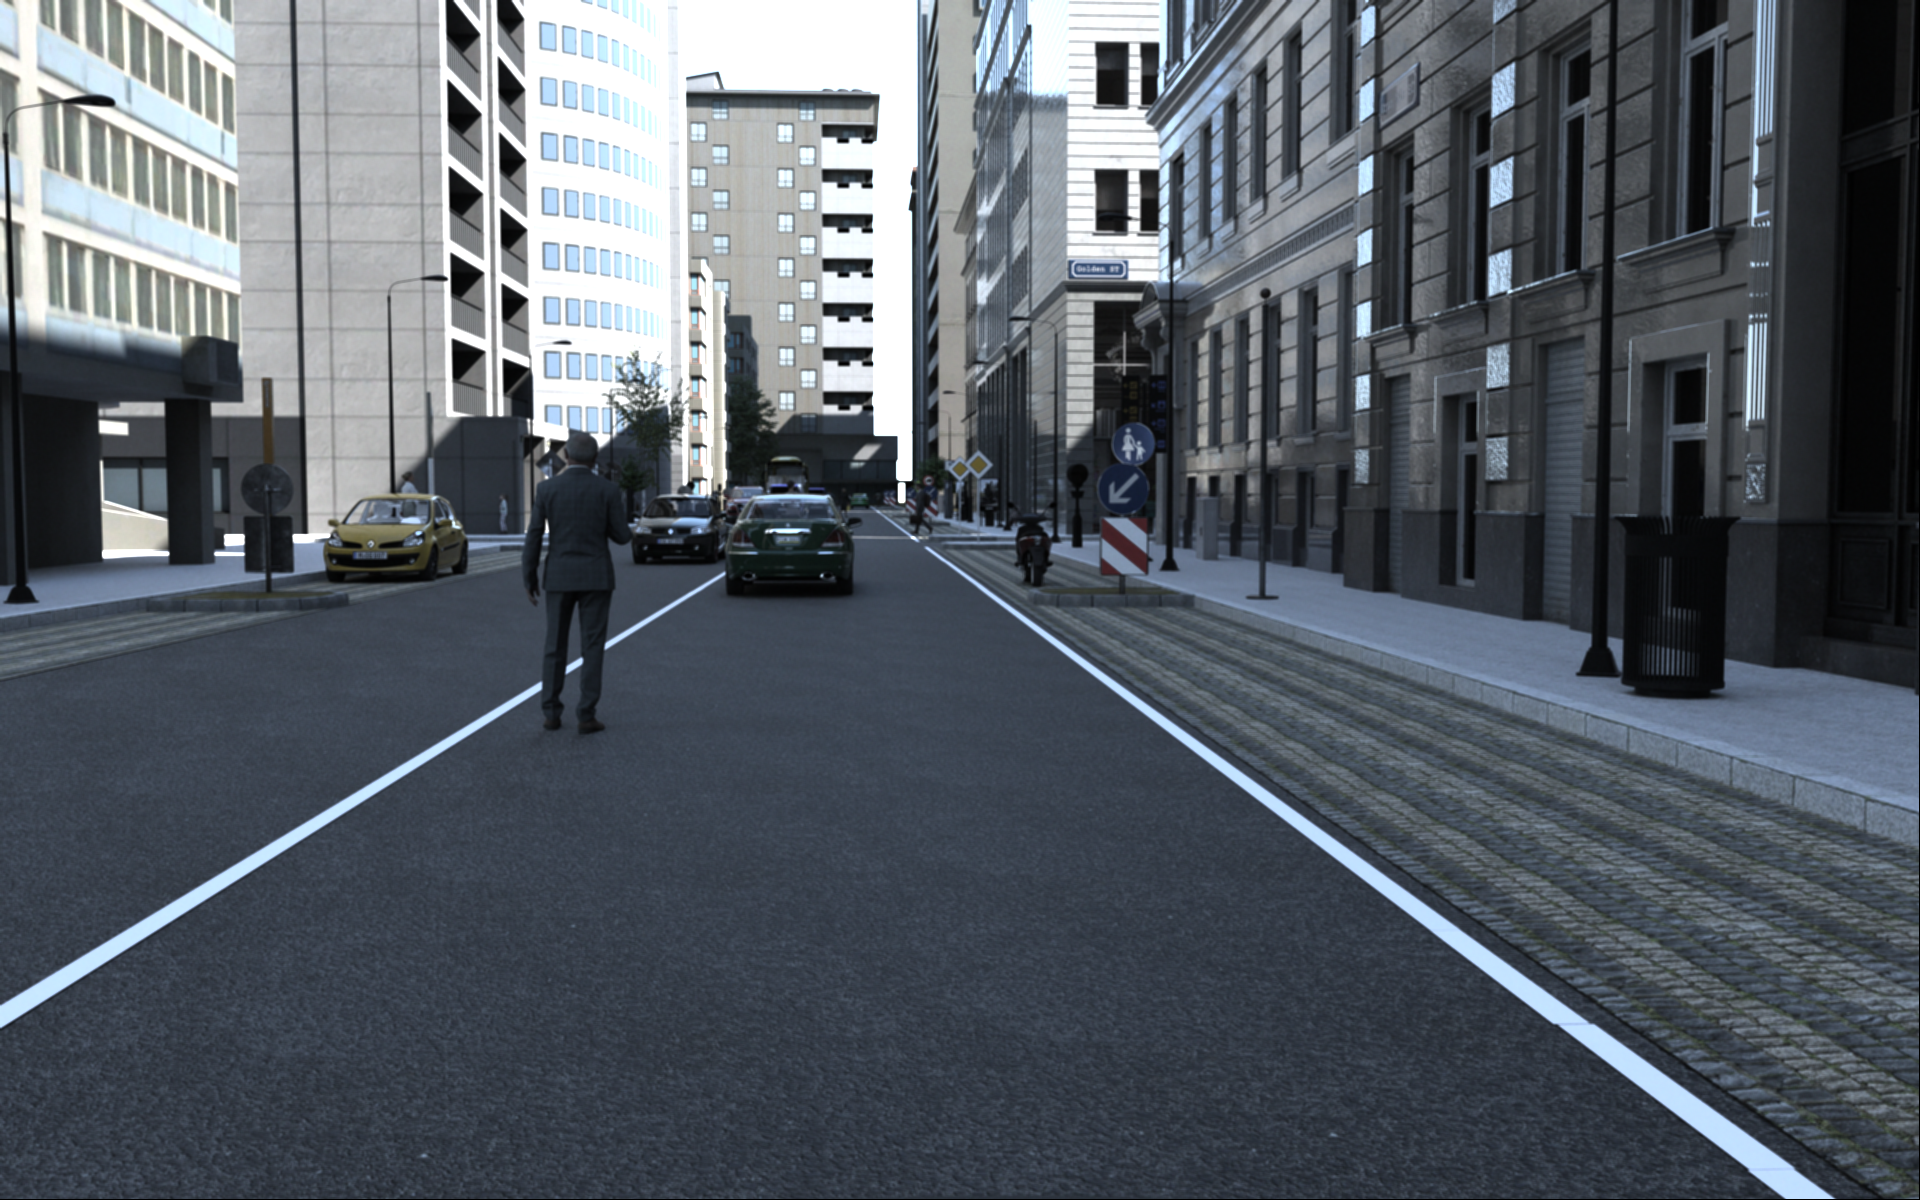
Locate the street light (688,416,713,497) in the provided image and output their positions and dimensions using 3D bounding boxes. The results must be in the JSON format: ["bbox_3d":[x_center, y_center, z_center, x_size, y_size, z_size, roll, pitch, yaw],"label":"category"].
[{"bbox_3d":[-15.662,-7.995,103.265,1.470,5.913,1.316,0,4,-3],"label":"street light"}]

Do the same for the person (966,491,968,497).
[{"bbox_3d":[0.193,-6.070,105.681,0.834,1.777,0.661,2,4,26],"label":"person"}]

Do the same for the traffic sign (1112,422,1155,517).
[{"bbox_3d":[3.092,-1.886,30.938,0.768,2.556,0.104,0,4,4],"label":"traffic sign"}]

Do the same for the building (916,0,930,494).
[{"bbox_3d":[6.130,-38.687,174.538,21.231,58.520,28.212,0,4,-3],"label":"building"}]

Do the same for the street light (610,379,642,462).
[{"bbox_3d":[-13.561,-5.967,70.095,1.470,5.913,1.316,0,4,-3],"label":"street light"}]

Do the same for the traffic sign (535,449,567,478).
[{"bbox_3d":[-10.569,-2.601,44.718,0.795,2.593,0.064,0,4,-3],"label":"traffic sign"}]

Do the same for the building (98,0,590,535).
[{"bbox_3d":[-24.703,-38.161,62.180,20.563,71.187,20.611,0,4,-3],"label":"building"}]

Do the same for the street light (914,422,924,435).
[{"bbox_3d":[-2.054,-8.519,111.818,1.470,5.913,1.316,0,4,-3],"label":"street light"}]

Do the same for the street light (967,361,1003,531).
[{"bbox_3d":[1.122,-5.380,60.502,1.470,5.913,1.316,0,4,-3],"label":"street light"}]

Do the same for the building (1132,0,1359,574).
[{"bbox_3d":[11.778,-15.205,34.505,13.634,28.700,20.117,0,4,-3],"label":"building"}]

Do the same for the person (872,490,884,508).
[{"bbox_3d":[-8.195,-10.136,174.227,1.348,1.824,0.705,-2,4,-27],"label":"person"}]

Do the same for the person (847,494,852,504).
[{"bbox_3d":[-12.861,-11.628,201.804,0.799,1.438,0.628,1,4,21],"label":"person"}]

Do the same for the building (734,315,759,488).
[{"bbox_3d":[-37.097,-20.950,187.578,28.899,21.520,27.650,0,4,-3],"label":"building"}]

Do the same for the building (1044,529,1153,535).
[{"bbox_3d":[17.708,-17.269,59.846,29.804,29.767,11.434,0,4,-3],"label":"building"}]

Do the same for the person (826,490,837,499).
[{"bbox_3d":[-11.984,-9.224,159.296,1.348,1.826,0.705,0,4,-6],"label":"person"}]

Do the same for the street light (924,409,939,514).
[{"bbox_3d":[-1.096,-7.481,94.851,1.470,5.913,1.316,0,4,-3],"label":"street light"}]

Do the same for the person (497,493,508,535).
[{"bbox_3d":[-14.344,-2.690,54.302,0.394,1.301,0.425,-2,4,-29],"label":"person"}]

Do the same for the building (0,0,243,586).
[{"bbox_3d":[-24.629,-20.340,24.448,23.993,40.220,32.217,0,4,-3],"label":"building"}]

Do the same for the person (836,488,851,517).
[{"bbox_3d":[-7.364,-5.991,106.664,0.699,1.804,1.509,-3,4,-39],"label":"person"}]

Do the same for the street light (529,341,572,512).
[{"bbox_3d":[-12.441,-4.891,52.503,1.470,5.913,1.316,0,4,-3],"label":"street light"}]

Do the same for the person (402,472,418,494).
[{"bbox_3d":[-12.779,-2.067,40.069,0.641,1.798,0.478,-3,4,-36],"label":"person"}]

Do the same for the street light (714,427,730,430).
[{"bbox_3d":[-16.649,-9.033,120.230,1.470,5.913,1.316,0,4,-3],"label":"street light"}]

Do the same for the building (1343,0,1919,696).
[{"bbox_3d":[11.675,-13.098,11.422,12.463,27.353,25.104,0,4,-3],"label":"building"}]

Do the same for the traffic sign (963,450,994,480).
[{"bbox_3d":[0.506,-2.641,45.372,0.795,2.593,0.064,0,4,-3],"label":"traffic sign"}]

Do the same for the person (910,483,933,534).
[{"bbox_3d":[-1.383,-3.264,61.832,0.822,1.834,0.622,0,4,0],"label":"person"}]

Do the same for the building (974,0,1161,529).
[{"bbox_3d":[7.233,-18.731,83.748,11.434,29.767,29.804,0,4,-3],"label":"building"}]

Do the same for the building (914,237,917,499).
[{"bbox_3d":[1.770,-25.969,196.288,14.160,30.474,14.107,0,4,-3],"label":"building"}]

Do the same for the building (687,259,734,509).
[{"bbox_3d":[-33.620,-18.112,141.167,27.650,21.520,28.899,0,4,-3],"label":"building"}]

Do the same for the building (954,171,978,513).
[{"bbox_3d":[8.482,-17.167,113.964,16.112,22.955,30.059,0,4,-3],"label":"building"}]

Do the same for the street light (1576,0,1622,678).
[{"bbox_3d":[3.991,-2.418,12.077,1.470,5.913,1.316,0,4,-3],"label":"street light"}]

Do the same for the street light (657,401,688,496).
[{"bbox_3d":[-14.593,-6.981,86.681,1.470,5.913,1.316,0,4,-3],"label":"street light"}]

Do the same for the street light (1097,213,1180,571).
[{"bbox_3d":[2.970,-3.443,28.829,1.470,5.913,1.316,0,4,-3],"label":"street light"}]

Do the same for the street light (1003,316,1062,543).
[{"bbox_3d":[1.975,-4.457,45.418,1.470,5.913,1.316,0,4,-3],"label":"street light"}]

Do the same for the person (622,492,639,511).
[{"bbox_3d":[-15.055,-4.455,78.998,0.853,1.813,0.709,3,5,43],"label":"person"}]

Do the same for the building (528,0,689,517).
[{"bbox_3d":[-28.812,-34.523,106.447,21.231,58.520,28.212,0,4,-3],"label":"building"}]

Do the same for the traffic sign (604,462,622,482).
[{"bbox_3d":[-13.721,-4.175,68.363,0.768,2.556,0.104,0,4,6],"label":"traffic sign"}]

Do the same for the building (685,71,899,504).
[{"bbox_3d":[-22.043,-38.890,225.097,27.495,52.752,28.713,0,4,-3],"label":"building"}]

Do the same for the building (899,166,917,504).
[{"bbox_3d":[6.259,-34.838,224.219,28.867,44.769,22.147,0,4,-3],"label":"building"}]

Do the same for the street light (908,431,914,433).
[{"bbox_3d":[-3.169,-9.533,128.399,1.470,5.913,1.316,0,4,-3],"label":"street light"}]

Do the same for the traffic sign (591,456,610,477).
[{"bbox_3d":[-11.056,-3.089,52.689,0.795,2.593,0.064,0,4,-3],"label":"traffic sign"}]

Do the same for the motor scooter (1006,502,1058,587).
[{"bbox_3d":[1.148,-0.887,27.287,0.815,1.314,1.986,0,4,-3],"label":"motor scooter"}]

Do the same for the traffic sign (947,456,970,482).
[{"bbox_3d":[0.018,-3.129,53.343,0.795,2.593,0.064,0,4,-3],"label":"traffic sign"}]

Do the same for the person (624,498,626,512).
[{"bbox_3d":[-17.393,-5.183,90.778,0.713,1.824,0.794,-2,4,-29],"label":"person"}]

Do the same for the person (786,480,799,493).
[{"bbox_3d":[-4.162,-2.110,43.347,0.599,1.781,0.374,-1,4,-17],"label":"person"}]

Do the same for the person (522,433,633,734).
[{"bbox_3d":[-2.324,-0.116,10.569,0.661,1.801,0.590,0,4,-7],"label":"person"}]

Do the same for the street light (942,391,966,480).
[{"bbox_3d":[-0.074,-6.462,78.197,1.470,5.913,1.316,0,4,-3],"label":"street light"}]

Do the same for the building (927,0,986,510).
[{"bbox_3d":[8.267,-32.194,150.066,21.300,48.544,21.600,0,4,-3],"label":"building"}]

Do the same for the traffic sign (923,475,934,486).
[{"bbox_3d":[-2.098,-7.086,115.963,0.768,2.556,0.104,0,4,-3],"label":"traffic sign"}]
